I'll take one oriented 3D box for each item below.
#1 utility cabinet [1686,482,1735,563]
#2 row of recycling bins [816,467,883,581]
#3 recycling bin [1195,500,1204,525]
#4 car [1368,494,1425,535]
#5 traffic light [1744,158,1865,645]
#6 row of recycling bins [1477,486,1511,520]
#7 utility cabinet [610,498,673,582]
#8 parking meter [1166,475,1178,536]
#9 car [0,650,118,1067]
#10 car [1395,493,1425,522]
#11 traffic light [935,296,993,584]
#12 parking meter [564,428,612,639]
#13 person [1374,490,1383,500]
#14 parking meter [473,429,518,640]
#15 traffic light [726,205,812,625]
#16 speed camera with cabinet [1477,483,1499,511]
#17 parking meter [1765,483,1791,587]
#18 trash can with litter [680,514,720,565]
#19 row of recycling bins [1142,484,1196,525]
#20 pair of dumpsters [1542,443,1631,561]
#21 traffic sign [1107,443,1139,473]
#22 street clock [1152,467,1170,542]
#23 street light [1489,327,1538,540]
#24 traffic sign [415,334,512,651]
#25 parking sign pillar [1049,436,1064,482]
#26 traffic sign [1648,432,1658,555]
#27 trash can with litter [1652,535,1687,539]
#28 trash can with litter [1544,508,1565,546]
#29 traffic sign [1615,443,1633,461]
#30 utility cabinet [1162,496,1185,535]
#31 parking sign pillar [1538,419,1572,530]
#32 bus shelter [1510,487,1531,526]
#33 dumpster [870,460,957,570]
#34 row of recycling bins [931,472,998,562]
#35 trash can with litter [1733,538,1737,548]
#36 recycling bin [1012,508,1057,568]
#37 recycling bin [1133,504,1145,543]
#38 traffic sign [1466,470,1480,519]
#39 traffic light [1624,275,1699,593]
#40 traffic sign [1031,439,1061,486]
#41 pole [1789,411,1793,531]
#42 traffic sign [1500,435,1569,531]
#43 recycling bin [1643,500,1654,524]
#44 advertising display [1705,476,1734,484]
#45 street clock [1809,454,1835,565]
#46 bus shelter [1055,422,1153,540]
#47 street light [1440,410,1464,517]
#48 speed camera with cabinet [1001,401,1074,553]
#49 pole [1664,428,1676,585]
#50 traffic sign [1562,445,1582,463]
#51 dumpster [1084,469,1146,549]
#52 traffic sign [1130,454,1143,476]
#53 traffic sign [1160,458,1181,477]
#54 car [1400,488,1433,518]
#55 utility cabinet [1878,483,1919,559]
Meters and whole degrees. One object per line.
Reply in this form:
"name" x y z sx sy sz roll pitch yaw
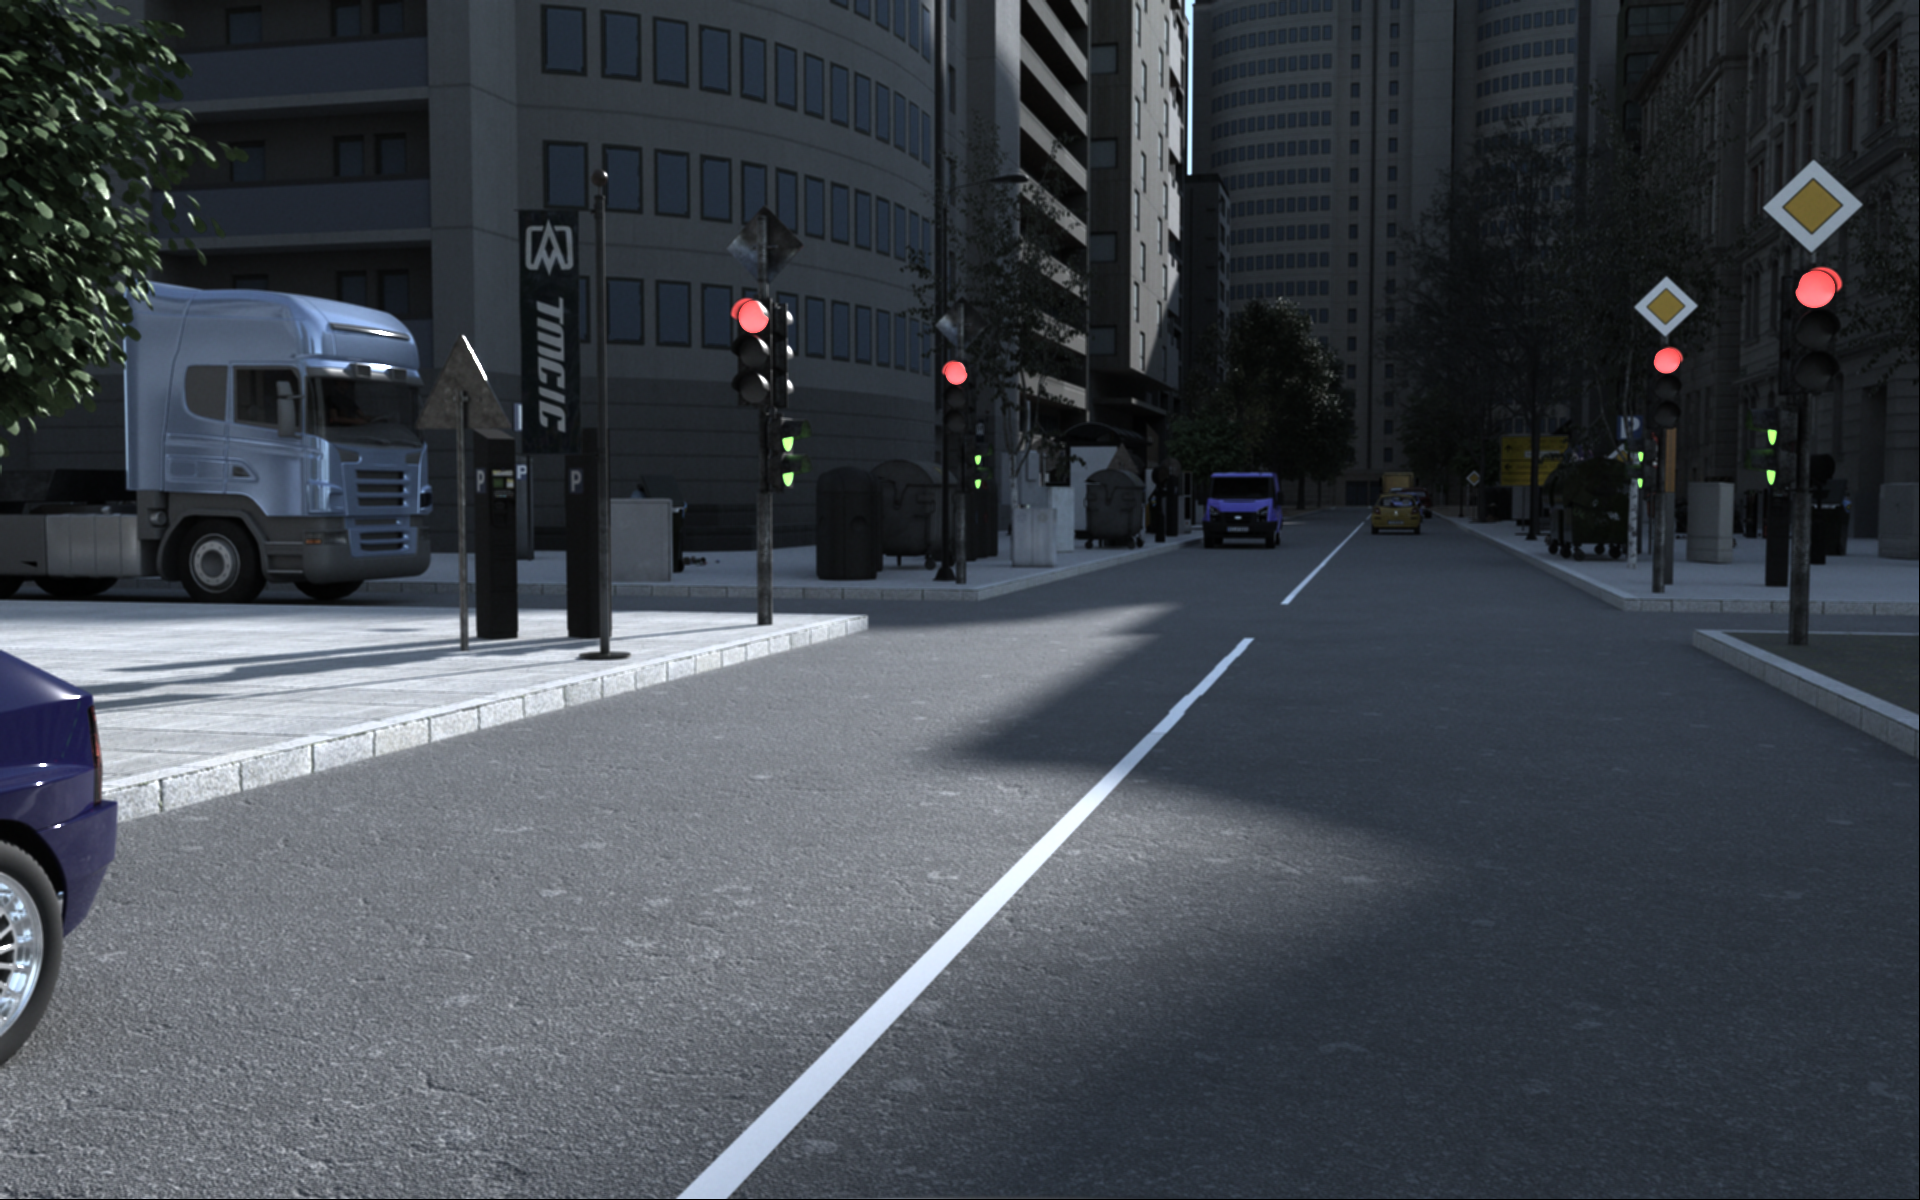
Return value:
"utility cabinet" 14.040 -1.451 32.397 0.318 1.500 1.173 0 4 -4
"row of recycling bins" -1.749 -1.240 27.386 1.069 1.692 3.534 0 4 0
"recycling bin" 9.909 -3.702 73.081 0.722 1.027 0.722 1 4 9
"car" 15.788 -3.208 62.668 2.015 1.641 3.980 1 4 14
"traffic light" 7.139 -1.575 14.679 0.839 4.253 0.868 1 4 14
"row of recycling bins" 26.583 -4.765 85.023 3.534 1.692 1.069 -3 5 -44
"utility cabinet" -4.744 -0.872 25.418 1.020 1.237 0.306 0 4 -1
"parking meter" 6.437 -2.864 52.533 0.255 1.863 0.399 2 4 30
"car" -3.562 0.576 3.164 1.945 1.354 3.894 1 4 16
"car" 22.836 -4.844 88.783 1.945 1.707 3.694 1 4 14
"traffic light" 0.030 -2.186 24.655 0.839 4.253 0.868 1 4 14
"parking meter" -3.331 -0.599 15.502 0.399 1.863 0.255 3 5 44
"person" 34.940 -8.240 143.938 1.217 1.736 0.721 -1 4 -18
"parking meter" -4.127 -0.592 15.398 0.255 1.863 0.399 -3 4 -39
"traffic light" -1.901 -1.712 16.906 0.839 4.253 0.868 1 4 14
"speed camera with cabinet" 29.033 -6.095 93.996 2.038 3.252 0.660 -2 4 -29
"parking meter" 11.364 -1.122 24.053 0.255 1.863 0.399 1 4 19
"trash can with litter" -5.237 -1.278 31.947 1.678 1.210 2.233 -1 4 -20
"row of recycling bins" 8.007 -3.961 71.878 3.534 1.692 1.069 1 4 12
"pair of dumpsters" 12.703 -1.978 34.840 1.574 2.255 4.437 1 4 14
"traffic sign" 4.087 -2.680 43.829 0.884 2.594 0.081 1 4 20
"street clock" 5.324 -2.535 46.022 0.471 2.002 0.358 -3 5 -41
"street light" 15.416 -4.632 48.268 1.470 5.913 1.316 1 4 14
"traffic sign" -4.060 -0.863 14.116 0.884 2.594 0.081 1 4 16
"parking sign pillar" 4.137 -5.564 79.443 1.447 3.967 1.447 3 5 43
"traffic sign" 14.607 -2.238 36.588 0.884 2.594 0.081 1 4 14
"trash can with litter" 20.957 -2.357 49.594 2.233 1.210 1.678 1 4 20
"trash can with litter" 14.801 -1.937 43.057 0.624 1.170 1.055 0 4 -1
"traffic sign" 14.906 -2.314 39.019 0.795 2.450 0.064 1 4 17
"utility cabinet" 6.727 -2.673 54.865 0.306 1.237 1.020 3 5 40
"parking sign pillar" 21.167 -4.493 61.938 1.447 3.967 1.447 -1 4 -18
"bus shelter" 22.563 -4.521 67.847 2.014 3.302 5.546 1 4 14
"dumpster" -0.829 -1.483 30.004 1.264 1.857 1.865 1 4 14
"row of recycling bins" 0.071 -1.674 34.486 1.069 1.692 3.534 1 4 10
"trash can with litter" 18.296 -1.843 41.521 0.624 1.170 1.055 0 4 -4
"recycling bin" 1.317 -1.103 30.593 0.722 1.027 0.722 1 4 9
"recycling bin" 4.401 -2.007 45.371 0.722 1.027 0.722 2 4 28
"traffic sign" 24.619 -5.002 82.975 0.795 2.450 0.064 1 4 18
"traffic light" 9.070 -2.049 22.428 0.839 4.253 0.868 1 4 14
"traffic sign" 1.932 -2.433 39.889 0.768 2.556 0.104 1 4 16
"pole" 20.347 -2.984 42.632 0.158 3.312 0.155 0 3 0
"traffic sign" 19.858 -4.041 59.939 2.265 3.308 0.079 1 4 14
"recycling bin" 30.329 -3.856 75.601 0.722 1.027 0.722 -1 4 -22
"advertising display" 27.741 -3.555 63.339 0.974 1.923 0.123 1 4 20
"street clock" 15.649 -1.650 31.547 0.471 2.002 0.358 -1 4 -19
"bus shelter" 4.330 -3.504 51.210 2.014 3.302 5.546 1 4 14
"street light" 27.095 -7.514 95.391 1.470 5.913 1.316 1 4 14
"speed camera with cabinet" 1.695 -2.635 37.413 0.660 3.252 2.038 3 4 37
"pole" 10.024 -1.876 24.510 0.158 3.312 0.155 0 3 0
"traffic sign" 15.973 -2.736 44.841 0.768 2.556 0.104 1 4 19
"dumpster" 3.646 -2.148 40.872 1.264 1.857 1.865 1 4 14
"traffic sign" 5.485 -3.399 55.688 0.768 2.556 0.104 1 4 20
"traffic sign" 7.328 -3.689 60.426 0.768 2.556 0.104 1 4 21
"car" 27.401 -5.866 104.587 2.281 1.827 5.304 1 4 13
"utility cabinet" 18.654 -1.568 34.313 0.318 1.500 1.173 0 4 0
